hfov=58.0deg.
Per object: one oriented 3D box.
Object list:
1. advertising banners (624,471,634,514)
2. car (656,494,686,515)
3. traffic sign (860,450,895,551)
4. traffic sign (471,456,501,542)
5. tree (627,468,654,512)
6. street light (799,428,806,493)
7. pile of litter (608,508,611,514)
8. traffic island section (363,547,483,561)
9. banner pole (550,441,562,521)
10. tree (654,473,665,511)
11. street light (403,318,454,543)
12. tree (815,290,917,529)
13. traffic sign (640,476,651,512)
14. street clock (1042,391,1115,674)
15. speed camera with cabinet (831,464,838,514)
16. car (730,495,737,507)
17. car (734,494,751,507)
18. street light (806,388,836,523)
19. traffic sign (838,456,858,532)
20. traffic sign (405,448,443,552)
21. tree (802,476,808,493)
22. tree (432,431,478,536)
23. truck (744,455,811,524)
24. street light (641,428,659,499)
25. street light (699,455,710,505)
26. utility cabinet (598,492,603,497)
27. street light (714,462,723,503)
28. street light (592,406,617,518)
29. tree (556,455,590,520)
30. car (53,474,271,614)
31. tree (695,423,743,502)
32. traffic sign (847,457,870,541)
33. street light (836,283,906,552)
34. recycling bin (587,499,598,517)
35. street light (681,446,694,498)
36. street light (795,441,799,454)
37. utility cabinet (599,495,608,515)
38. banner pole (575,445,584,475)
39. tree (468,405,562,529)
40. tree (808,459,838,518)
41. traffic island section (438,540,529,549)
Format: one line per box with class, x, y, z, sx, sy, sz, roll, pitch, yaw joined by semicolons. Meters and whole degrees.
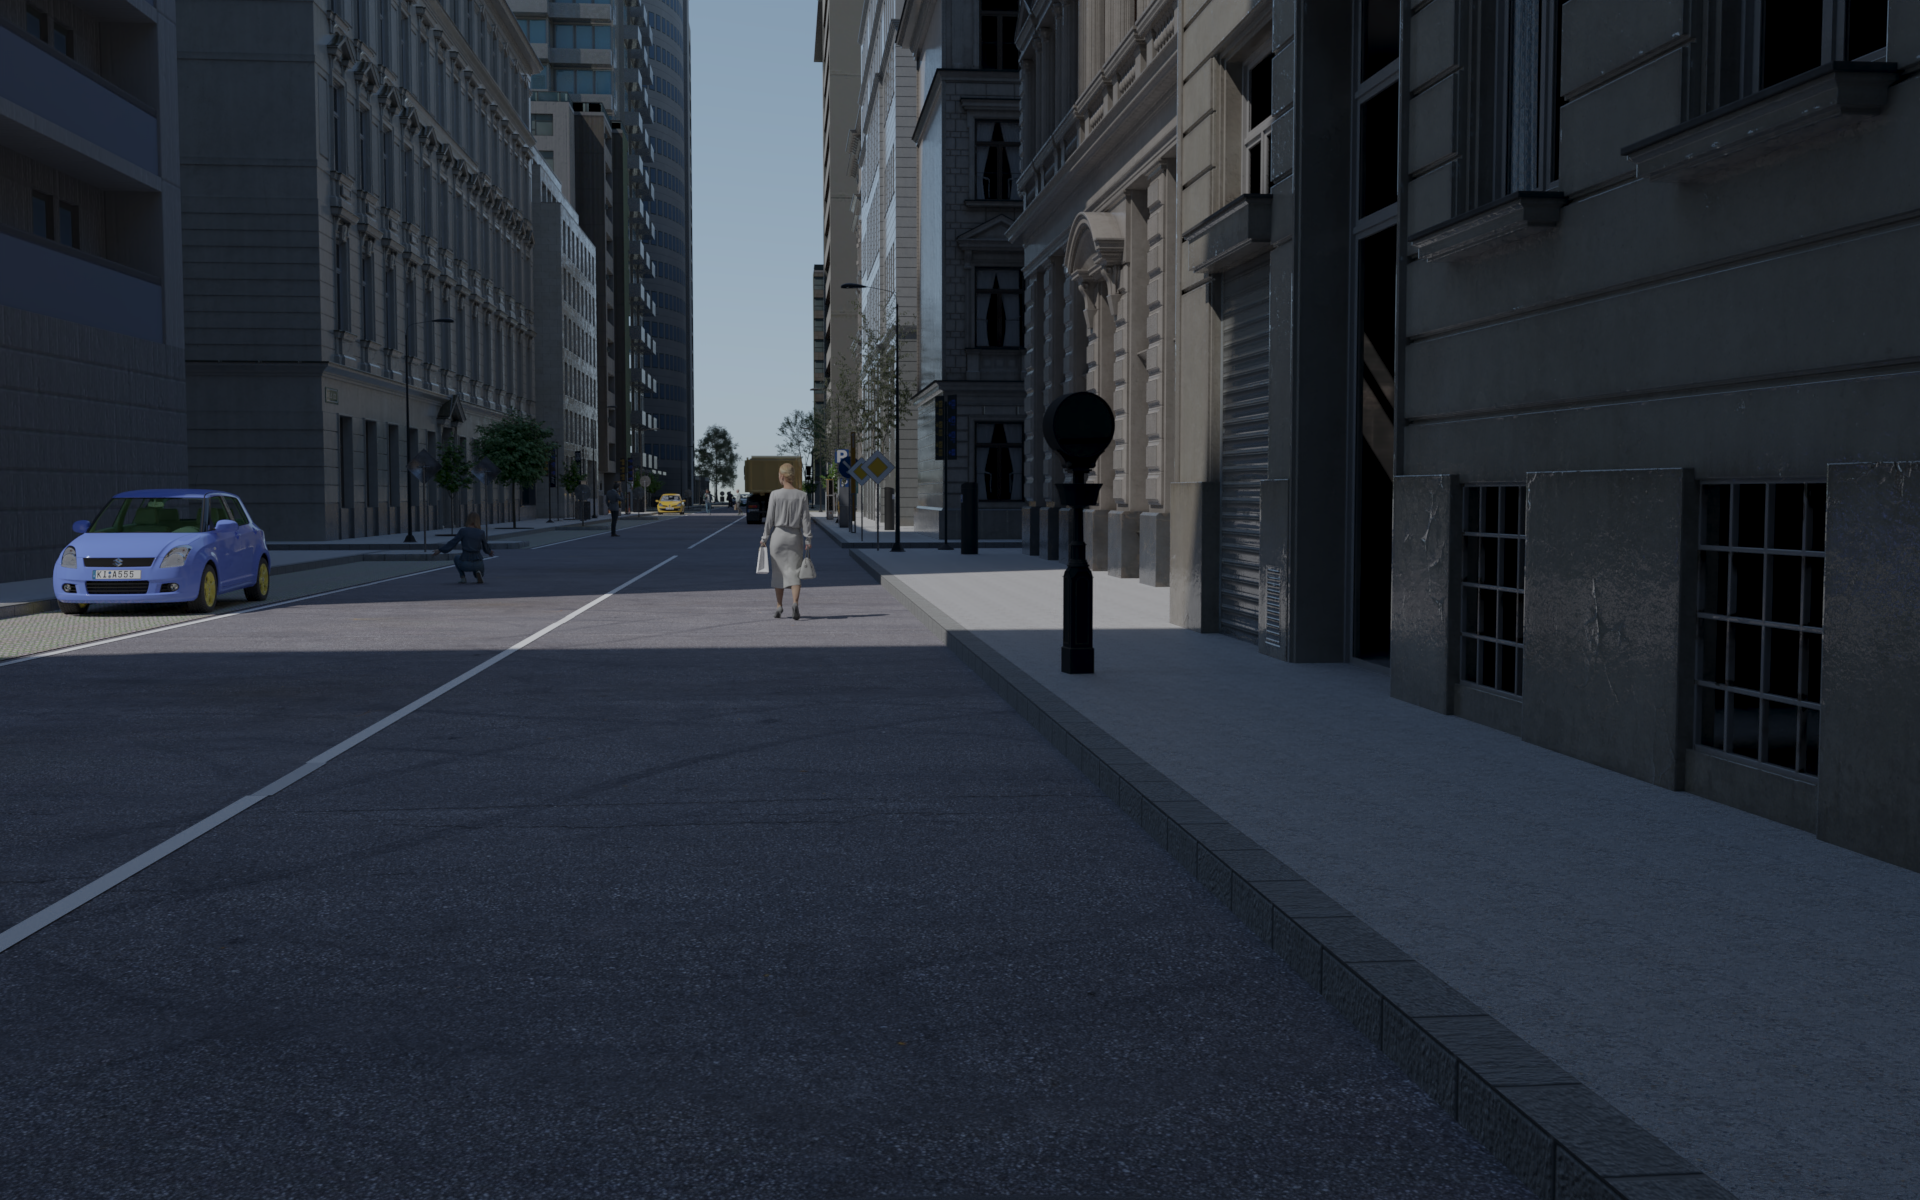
advertising banners;-21.508;-7.121;112.617;0.090;3.025;2.074;-2;4;-26
car;-19.890;-6.668;119.244;2.015;1.641;3.980;0;4;-7
traffic sign;-1.861;-2.173;39.174;0.795;2.450;0.064;0;4;-6
traffic sign;-12.616;-2.599;46.129;0.795;2.450;0.064;0;4;-6
tree;-23.459;-8.059;126.358;1.663;3.219;1.824;0;3;0
street light;-10.307;-9.098;121.299;1.470;5.913;1.316;0;4;-6
pile of litter;-23.758;-6.232;115.859;1.176;0.858;1.719;0;4;-7
traffic island section;-11.829;-0.976;38.245;2.009;0.180;2.903;0;4;-6
banner pole;-19.209;-5.633;82.121;0.863;3.779;0.401;3;5;42
tree;-23.471;-8.383;131.657;1.663;3.219;1.824;0;3;0
street light;-14.045;-4.481;45.802;1.470;5.913;1.316;0;4;-6
tree;-3.062;-6.888;62.986;4.360;8.622;3.978;0;3;0
traffic sign;-21.901;-7.365;120.520;0.768;2.556;0.104;0;4;1
street clock;0.845;-0.477;12.371;0.471;2.002;0.358;-1;4;-17
speed camera with cabinet;-8.318;-7.270;113.201;0.660;3.252;2.038;0;4;6
car;-25.110;-11.171;195.225;1.945;1.354;3.894;0;4;-7
car;-21.645;-9.930;174.156;2.131;1.459;4.920;0;4;-6
street light;-5.878;-6.331;76.058;1.470;5.913;1.316;0;4;-6
traffic sign;-3.712;-3.560;58.311;0.768;2.556;0.104;0;4;-1
traffic sign;-11.806;-2.113;38.185;0.795;2.450;0.064;0;4;-6
tree;-14.086;-10.389;164.461;1.663;3.219;1.824;0;3;0
tree;-15.391;-3.564;52.875;1.663;3.219;1.824;0;3;0
truck;-9.150;-5.497;85.800;3.469;3.379;9.791;0;4;-4
street light;-21.880;-9.139;121.958;1.470;5.913;1.316;0;4;-6
street light;-30.223;-14.198;204.685;1.470;5.913;1.316;0;4;-6
utility cabinet;-23.057;-6.133;108.951;1.173;1.500;0.318;-1;4;-20
street light;-34.892;-16.964;249.902;1.470;5.913;1.316;0;4;-6
street light;-18.700;-7.246;91.021;1.470;5.913;1.316;0;4;-6
tree;-19.119;-5.586;85.937;1.663;3.219;1.824;0;3;0
car;-9.950;-0.743;21.735;1.945;1.707;3.694;0;4;-7
tree;-39.293;-22.126;278.767;9.611;12.733;9.660;0;3;0
traffic sign;-2.671;-2.659;47.118;0.795;2.450;0.064;0;4;-6
street light;-1.926;-4.023;38.323;1.470;5.913;1.316;0;4;-6
recycling bin;-20.744;-5.170;97.081;0.722;1.027;0.722;-3;4;-38
street light;-26.391;-11.918;167.407;1.470;5.913;1.316;0;4;-6
street light;-13.493;-10.968;151.869;1.470;5.913;1.316;0;4;-6
utility cabinet;-21.645;-5.744;105.079;0.306;1.237;1.020;-2;4;-26
banner pole;-19.292;-5.994;88.021;0.863;3.779;0.401;3;4;36
tree;-16.413;-4.910;63.993;4.285;4.588;4.351;0;3;0
tree;-6.978;-6.138;94.964;1.663;3.219;1.824;0;3;0
traffic island section;-12.639;-1.462;46.189;2.009;0.180;2.903;0;4;-6
